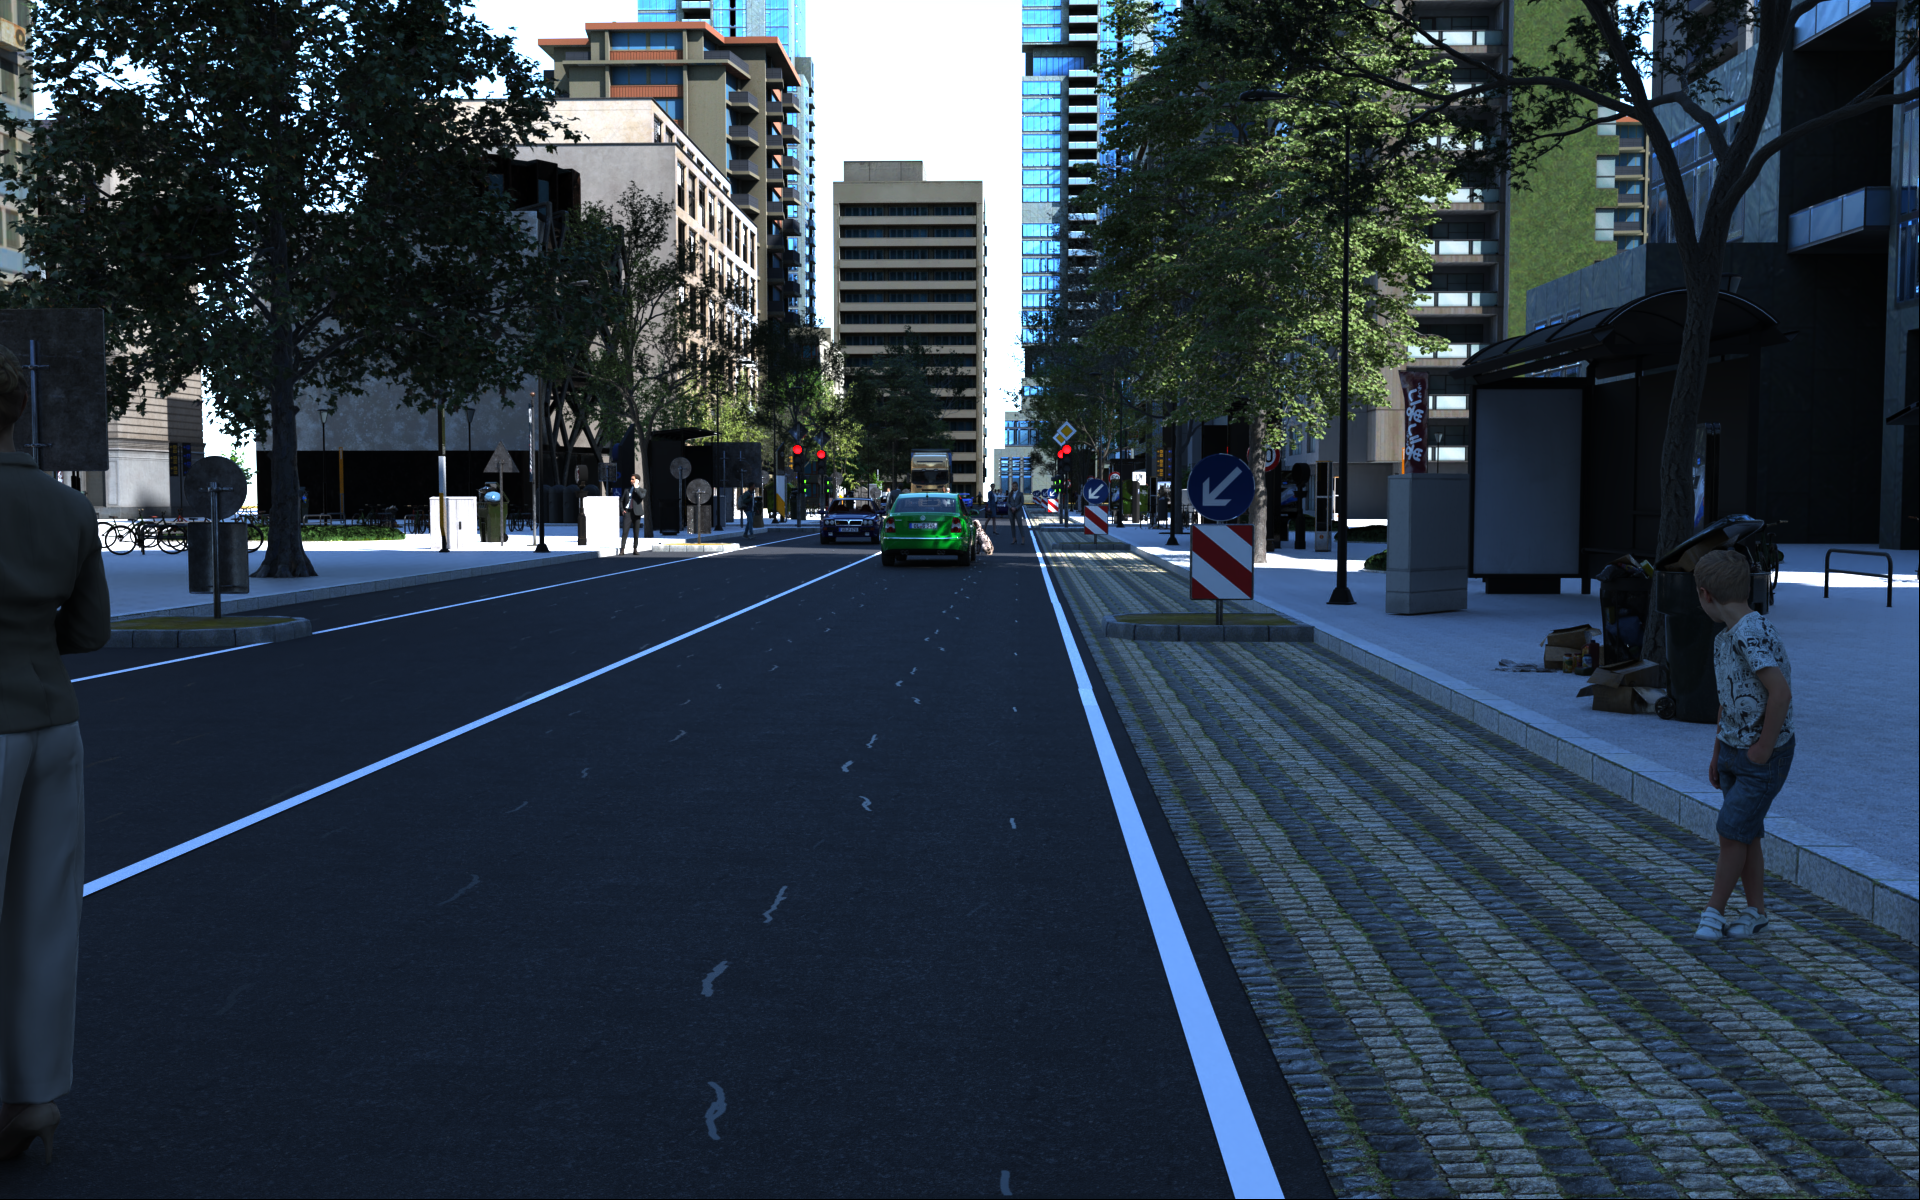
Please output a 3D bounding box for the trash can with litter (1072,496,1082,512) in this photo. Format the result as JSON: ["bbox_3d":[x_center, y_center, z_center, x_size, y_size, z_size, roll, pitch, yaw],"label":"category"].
[{"bbox_3d":[8.779,-6.849,123.036,1.678,1.210,2.233,0,4,-3],"label":"trash can with litter"}]

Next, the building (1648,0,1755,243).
[{"bbox_3d":[54.441,-33.671,92.527,28.212,58.520,21.231,0,4,2],"label":"building"}]

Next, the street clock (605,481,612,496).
[{"bbox_3d":[-15.805,-4.489,77.962,0.358,2.002,0.471,-2,4,-29],"label":"street clock"}]

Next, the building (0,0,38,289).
[{"bbox_3d":[-37.473,-21.388,41.582,23.993,40.220,32.217,0,4,2],"label":"building"}]

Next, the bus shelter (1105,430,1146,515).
[{"bbox_3d":[10.042,-7.852,106.016,2.179,5.291,8.768,0,4,2],"label":"bus shelter"}]

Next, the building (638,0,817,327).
[{"bbox_3d":[-34.209,-57.609,254.570,31.000,86.520,22.319,0,4,2],"label":"building"}]

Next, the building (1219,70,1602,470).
[{"bbox_3d":[32.489,-50.067,131.272,22.319,86.520,31.000,0,4,2],"label":"building"}]

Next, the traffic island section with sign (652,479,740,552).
[{"bbox_3d":[-6.668,-2.166,44.048,1.989,1.847,2.006,0,4,2],"label":"traffic island section with sign"}]

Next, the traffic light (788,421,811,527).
[{"bbox_3d":[-6.193,-4.755,66.673,0.839,4.253,0.868,0,4,2],"label":"traffic light"}]

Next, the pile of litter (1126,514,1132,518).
[{"bbox_3d":[9.131,-4.923,94.449,1.176,0.858,1.719,0,4,0],"label":"pile of litter"}]

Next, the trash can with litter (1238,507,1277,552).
[{"bbox_3d":[6.557,-1.658,38.496,0.624,1.170,1.055,3,5,43],"label":"trash can with litter"}]

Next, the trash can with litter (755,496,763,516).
[{"bbox_3d":[-10.362,-4.667,87.689,0.624,1.170,1.055,-2,4,-25],"label":"trash can with litter"}]

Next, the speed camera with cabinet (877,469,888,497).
[{"bbox_3d":[-6.157,-8.884,139.583,2.038,3.252,0.660,-3,4,-37],"label":"speed camera with cabinet"}]

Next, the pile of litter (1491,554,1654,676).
[{"bbox_3d":[4.784,0.079,12.666,1.719,0.858,1.176,1,4,19],"label":"pile of litter"}]

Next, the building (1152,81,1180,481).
[{"bbox_3d":[28.034,-32.692,184.622,14.600,45.320,14.200,0,4,2],"label":"building"}]

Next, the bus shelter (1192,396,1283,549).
[{"bbox_3d":[6.911,-3.213,43.813,1.731,3.624,6.357,0,4,2],"label":"bus shelter"}]

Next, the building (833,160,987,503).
[{"bbox_3d":[-6.960,-38.553,254.037,21.600,48.544,21.300,0,4,2],"label":"building"}]

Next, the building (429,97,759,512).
[{"bbox_3d":[-26.851,-19.678,126.256,19.350,26.468,34.151,0,4,2],"label":"building"}]

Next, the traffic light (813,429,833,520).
[{"bbox_3d":[-5.924,-5.244,74.653,0.839,4.253,0.868,0,4,2],"label":"traffic light"}]

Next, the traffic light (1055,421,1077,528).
[{"bbox_3d":[4.063,-4.735,66.344,0.839,4.253,0.868,0,4,2],"label":"traffic light"}]

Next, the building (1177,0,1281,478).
[{"bbox_3d":[31.085,-37.939,162.294,21.231,58.520,28.212,0,4,2],"label":"building"}]

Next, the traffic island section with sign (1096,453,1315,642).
[{"bbox_3d":[2.462,-0.551,17.639,1.989,1.847,2.006,0,4,2],"label":"traffic island section with sign"}]

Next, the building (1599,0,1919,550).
[{"bbox_3d":[28.567,-44.291,36.827,22.319,86.520,31.000,0,4,2],"label":"building"}]

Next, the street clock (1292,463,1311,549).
[{"bbox_3d":[7.909,-2.180,40.212,0.358,2.002,0.471,-1,4,-21],"label":"street clock"}]

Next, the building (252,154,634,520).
[{"bbox_3d":[-26.683,-13.889,94.543,16.820,18.784,16.811,0,4,2],"label":"building"}]

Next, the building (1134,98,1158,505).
[{"bbox_3d":[31.793,-35.392,202.363,21.300,48.544,21.600,0,4,2],"label":"building"}]

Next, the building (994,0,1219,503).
[{"bbox_3d":[20.635,-57.496,252.738,31.000,86.520,22.319,0,4,2],"label":"building"}]

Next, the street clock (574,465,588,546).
[{"bbox_3d":[-9.412,-2.356,43.084,0.358,2.002,0.471,-2,4,-27],"label":"street clock"}]

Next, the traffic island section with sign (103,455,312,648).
[{"bbox_3d":[-7.583,-0.519,17.108,1.989,1.847,2.006,0,4,2],"label":"traffic island section with sign"}]

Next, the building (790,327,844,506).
[{"bbox_3d":[-29.292,-21.840,202.126,28.899,21.520,27.650,0,4,2],"label":"building"}]

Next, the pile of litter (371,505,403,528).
[{"bbox_3d":[-21.932,-3.190,66.122,1.176,0.858,1.719,-2,4,-34],"label":"pile of litter"}]

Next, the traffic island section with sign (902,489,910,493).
[{"bbox_3d":[-3.888,-7.223,126.719,1.989,1.847,2.006,0,4,2],"label":"traffic island section with sign"}]

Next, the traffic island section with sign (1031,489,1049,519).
[{"bbox_3d":[5.202,-5.529,99.022,1.989,1.847,2.006,0,4,2],"label":"traffic island section with sign"}]

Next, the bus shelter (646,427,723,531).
[{"bbox_3d":[-10.091,-4.425,63.632,1.731,3.624,6.357,0,4,2],"label":"bus shelter"}]

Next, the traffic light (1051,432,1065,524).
[{"bbox_3d":[4.332,-5.223,74.325,0.839,4.253,0.868,0,4,2],"label":"traffic light"}]

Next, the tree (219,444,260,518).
[{"bbox_3d":[-27.474,-4.335,65.485,1.663,3.219,1.824,0,3,0],"label":"tree"}]

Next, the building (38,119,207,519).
[{"bbox_3d":[-51.156,-14.844,91.845,18.267,20.994,9.793,0,4,2],"label":"building"}]

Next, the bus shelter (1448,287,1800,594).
[{"bbox_3d":[7.231,-1.575,19.669,2.014,3.302,5.546,0,4,2],"label":"bus shelter"}]

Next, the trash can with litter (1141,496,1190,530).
[{"bbox_3d":[7.478,-3.154,62.625,1.678,1.210,2.233,-2,4,-30],"label":"trash can with litter"}]

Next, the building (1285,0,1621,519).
[{"bbox_3d":[25.193,-24.894,90.618,14.086,41.232,14.154,0,4,2],"label":"building"}]

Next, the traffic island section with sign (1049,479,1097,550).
[{"bbox_3d":[3.383,-2.220,44.931,1.989,1.847,2.006,0,4,2],"label":"traffic island section with sign"}]

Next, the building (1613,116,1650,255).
[{"bbox_3d":[69.102,-33.394,200.609,28.867,44.769,22.147,0,4,2],"label":"building"}]

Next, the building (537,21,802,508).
[{"bbox_3d":[-26.987,-31.186,164.513,22.147,44.769,28.867,0,4,2],"label":"building"}]

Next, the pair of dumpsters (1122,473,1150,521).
[{"bbox_3d":[8.253,-4.927,83.055,1.574,2.255,4.437,0,4,2],"label":"pair of dumpsters"}]

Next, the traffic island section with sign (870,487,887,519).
[{"bbox_3d":[-4.809,-5.553,99.423,1.989,1.847,2.006,0,4,2],"label":"traffic island section with sign"}]

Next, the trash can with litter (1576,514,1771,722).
[{"bbox_3d":[4.071,0.087,9.967,0.624,1.170,1.055,-3,4,-37],"label":"trash can with litter"}]
